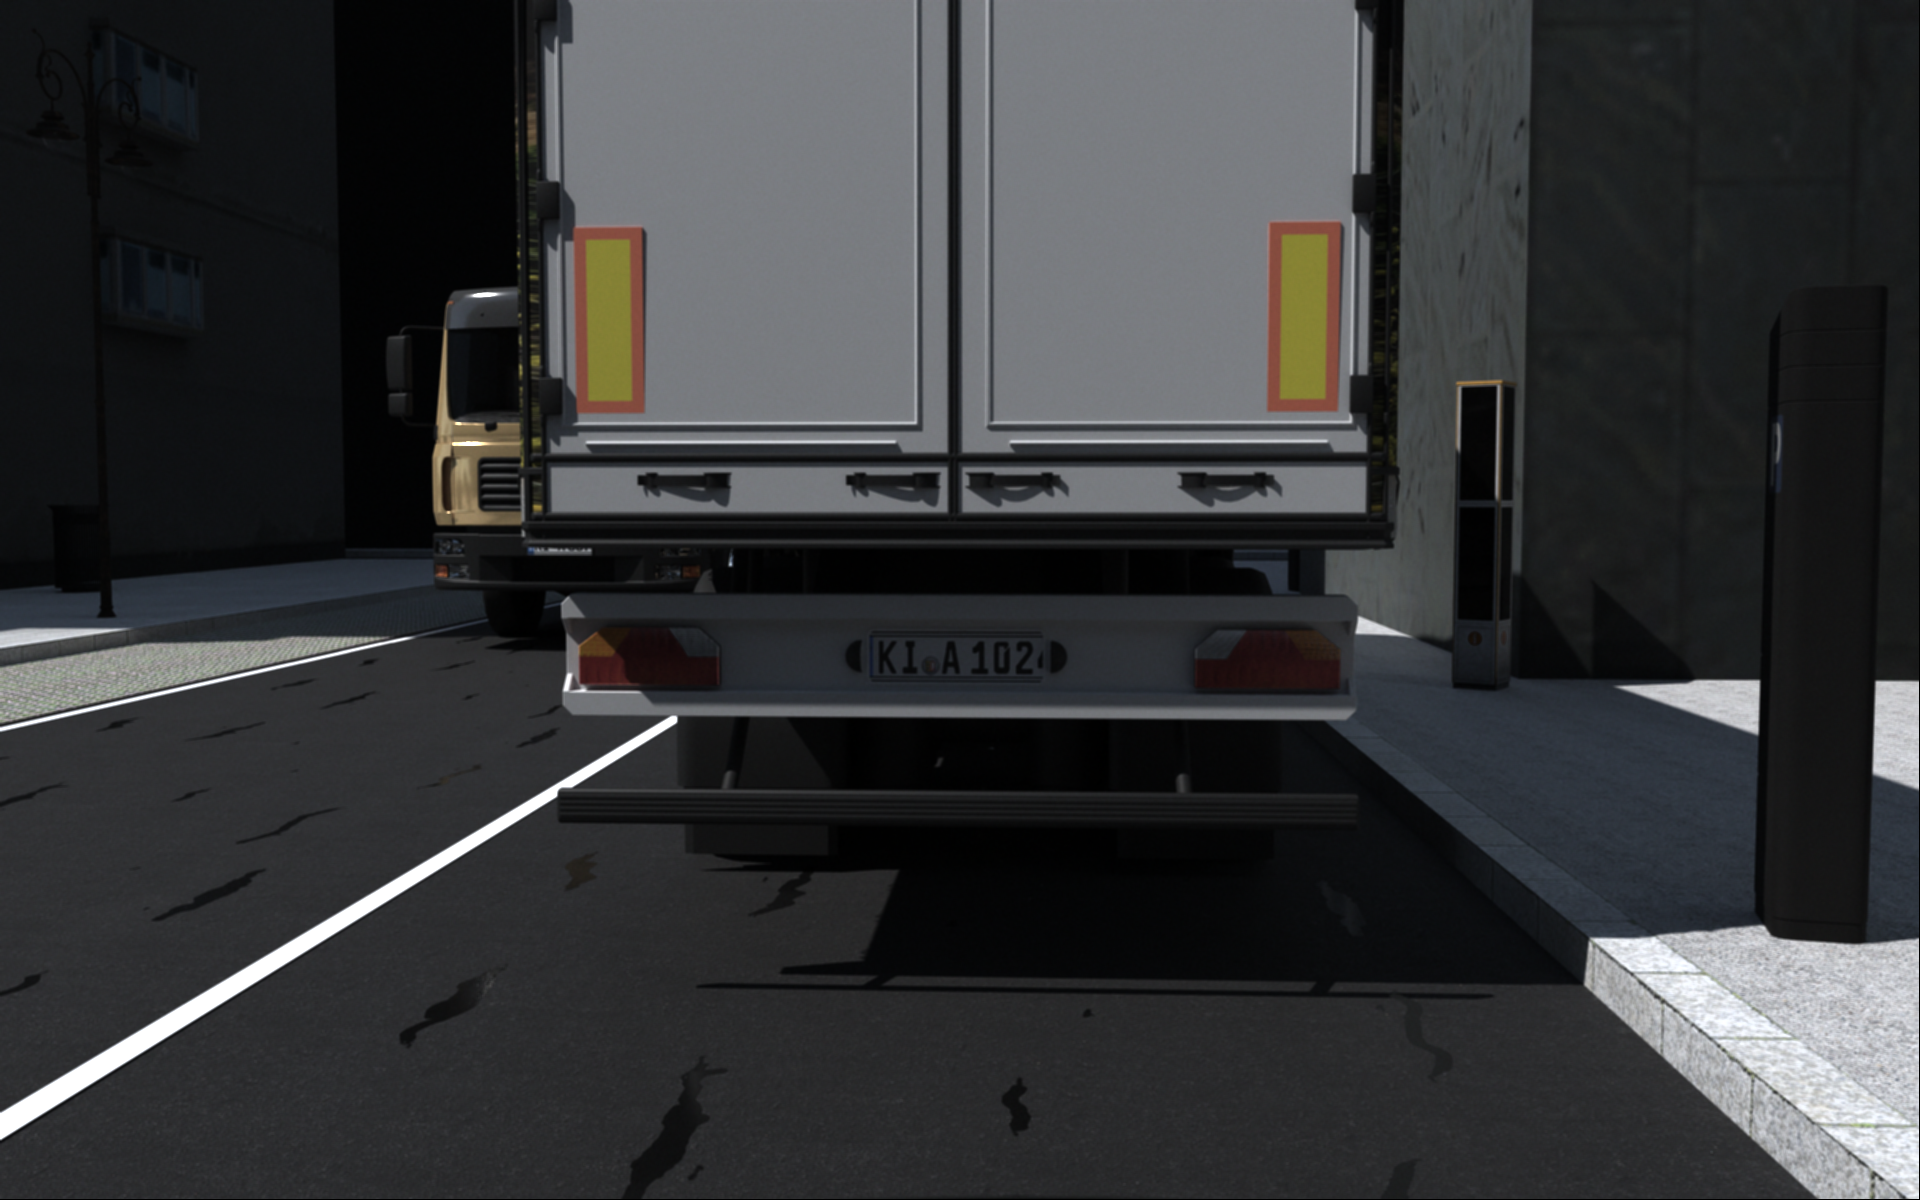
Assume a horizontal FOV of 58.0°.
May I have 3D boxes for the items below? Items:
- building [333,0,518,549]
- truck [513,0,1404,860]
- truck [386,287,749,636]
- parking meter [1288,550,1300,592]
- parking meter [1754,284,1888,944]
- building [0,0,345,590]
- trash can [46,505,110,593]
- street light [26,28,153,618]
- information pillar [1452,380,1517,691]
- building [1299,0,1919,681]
[{"bbox_3d":[-13.914,-13.346,47.892,12.332,23.373,15.834,0,4,3],"label":"building"},{"bbox_3d":[0.258,-1.306,10.261,2.839,4.237,11.283,0,4,3],"label":"truck"},{"bbox_3d":[-3.340,-1.447,19.590,3.469,3.379,9.791,0,4,4],"label":"truck"},{"bbox_3d":[4.518,-1.052,22.913,0.255,1.863,0.399,0,4,-6],"label":"parking meter"},{"bbox_3d":[2.519,0.038,5.088,0.255,1.863,0.399,1,4,16],"label":"parking meter"},{"bbox_3d":[-23.253,-24.416,22.901,21.600,48.544,21.300,0,4,3],"label":"building"},{"bbox_3d":[-11.550,-0.677,22.725,0.748,1.137,0.748,0,3,0],"label":"trash can"},{"bbox_3d":[-8.885,-2.756,17.856,0.468,5.910,1.993,0,4,3],"label":"street light"},{"bbox_3d":[3.454,-0.424,11.417,0.304,2.012,0.304,2,4,35],"label":"information pillar"},{"bbox_3d":[14.772,-42.273,3.831,22.319,86.520,31.000,0,4,3],"label":"building"}]
